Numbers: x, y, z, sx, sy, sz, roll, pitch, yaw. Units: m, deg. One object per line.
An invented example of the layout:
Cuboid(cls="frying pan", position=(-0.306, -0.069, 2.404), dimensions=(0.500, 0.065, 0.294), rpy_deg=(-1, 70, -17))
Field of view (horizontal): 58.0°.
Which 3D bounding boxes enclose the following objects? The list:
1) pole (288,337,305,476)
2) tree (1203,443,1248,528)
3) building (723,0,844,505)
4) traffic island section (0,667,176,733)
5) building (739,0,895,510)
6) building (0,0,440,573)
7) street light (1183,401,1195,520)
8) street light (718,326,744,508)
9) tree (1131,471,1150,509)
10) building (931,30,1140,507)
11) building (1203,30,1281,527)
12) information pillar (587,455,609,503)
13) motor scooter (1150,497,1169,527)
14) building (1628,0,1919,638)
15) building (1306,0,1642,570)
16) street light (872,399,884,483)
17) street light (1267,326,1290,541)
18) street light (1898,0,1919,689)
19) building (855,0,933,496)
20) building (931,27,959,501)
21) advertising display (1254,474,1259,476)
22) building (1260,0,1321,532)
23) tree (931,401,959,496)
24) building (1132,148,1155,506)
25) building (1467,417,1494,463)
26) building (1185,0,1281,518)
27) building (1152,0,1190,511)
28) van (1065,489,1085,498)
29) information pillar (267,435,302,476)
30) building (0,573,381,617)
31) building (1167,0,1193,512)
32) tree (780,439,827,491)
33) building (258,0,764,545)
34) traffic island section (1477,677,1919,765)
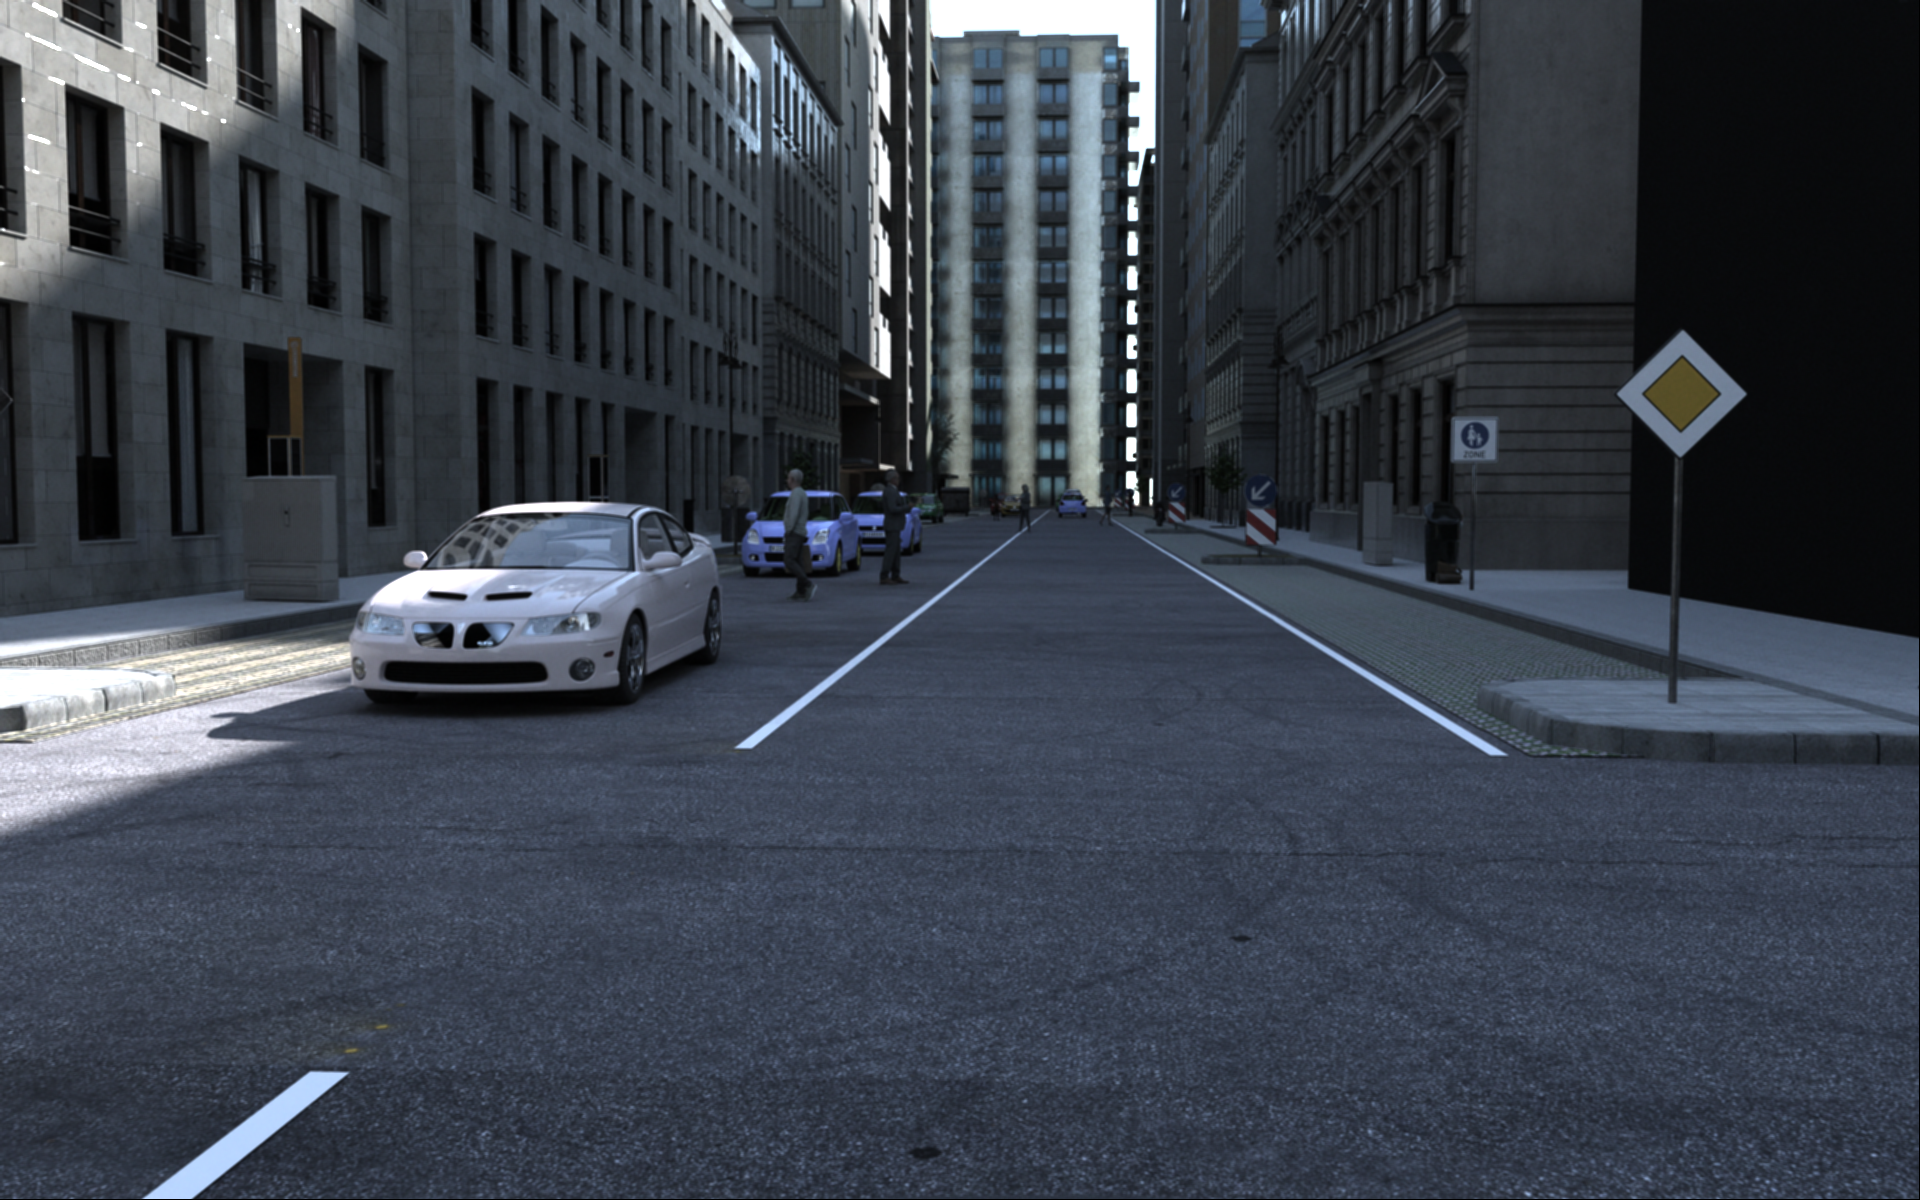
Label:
Cuboid(cls="pole", position=(-8.672, -1.764, 22.681), dimensions=(0.158, 3.312, 0.155), rpy_deg=(0, 3, 0))
Cuboid(cls="tree", position=(10.168, -4.364, 65.957), dimensions=(1.663, 3.219, 1.824), rpy_deg=(0, 3, 0))
Cuboid(cls="building", position=(-10.855, -13.658, 72.452), dimensions=(9.793, 20.994, 18.267), rpy_deg=(0, 4, 4))
Cuboid(cls="traffic island section", position=(-6.572, 0.669, 11.349), dimensions=(2.009, 0.180, 2.903), rpy_deg=(0, 4, 4))
Cuboid(cls="building", position=(-18.494, -31.254, 100.248), dimensions=(28.713, 52.752, 27.495), rpy_deg=(0, 4, 4))
Cuboid(cls="building", position=(-13.069, -11.175, 37.464), dimensions=(10.420, 20.320, 16.860), rpy_deg=(0, 4, 4))
Cuboid(cls="street light", position=(11.220, -6.866, 85.049), dimensions=(0.468, 5.910, 1.993), rpy_deg=(0, 4, 4))
Cuboid(cls="street light", position=(-6.331, -4.597, 47.948), dimensions=(0.468, 5.910, 1.993), rpy_deg=(0, 4, 4))
Cuboid(cls="tree", position=(15.187, -9.267, 146.124), dimensions=(1.663, 3.219, 1.824), rpy_deg=(0, 3, 0))
Cuboid(cls="building", position=(3.321, -34.386, 181.817), dimensions=(30.456, 49.044, 23.786), rpy_deg=(0, 4, 4))
Cuboid(cls="building", position=(16.226, -13.883, 76.133), dimensions=(9.793, 20.994, 18.267), rpy_deg=(0, 4, 4))
Cuboid(cls="information pillar", position=(-6.843, -1.732, 32.812), dimensions=(0.304, 2.012, 0.304), rpy_deg=(1, 4, 11))
Cuboid(cls="motor scooter", position=(8.831, -3.904, 76.608), dimensions=(0.815, 1.314, 1.986), rpy_deg=(0, 4, 4))
Cuboid(cls="building", position=(16.557, -11.405, 16.142), dimensions=(15.834, 23.373, 12.332), rpy_deg=(0, 4, 4))
Cuboid(cls="building", position=(13.680, -10.571, 37.456), dimensions=(10.561, 19.102, 19.286), rpy_deg=(0, 4, 4))
Cuboid(cls="street light", position=(-3.959, -6.814, 84.201), dimensions=(0.468, 5.910, 1.993), rpy_deg=(0, 4, 4))
Cuboid(cls="street light", position=(8.748, -4.584, 47.736), dimensions=(0.468, 5.910, 1.993), rpy_deg=(0, 4, 4))
Cuboid(cls="street light", position=(6.401, -2.349, 11.200), dimensions=(0.468, 5.910, 1.993), rpy_deg=(0, 4, 4))
Cuboid(cls="building", position=(-9.490, -26.742, 120.823), dimensions=(14.154, 41.232, 14.086), rpy_deg=(0, 4, 4))
Cuboid(cls="building", position=(-15.215, -30.394, 151.568), dimensions=(28.867, 44.769, 22.147), rpy_deg=(0, 4, 4))
Cuboid(cls="advertising display", position=(9.716, -3.143, 56.605), dimensions=(0.123, 1.923, 0.974), rpy_deg=(0, 4, 3))
Cuboid(cls="building", position=(16.399, -13.938, 56.766), dimensions=(11.050, 23.489, 19.941), rpy_deg=(0, 4, 4))
Cuboid(cls="tree", position=(-2.066, -11.364, 136.155), dimensions=(4.360, 8.622, 3.978), rpy_deg=(0, 3, 0))
Cuboid(cls="building", position=(30.757, -30.134, 184.565), dimensions=(23.993, 40.220, 32.217), rpy_deg=(0, 4, 4))
Cuboid(cls="building", position=(52.925, -23.189, 150.845), dimensions=(14.107, 30.474, 14.160), rpy_deg=(0, 4, 4))
Cuboid(cls="building", position=(19.734, -27.091, 93.047), dimensions=(14.600, 45.320, 14.200), rpy_deg=(0, 4, 4))
Cuboid(cls="building", position=(26.789, -36.860, 144.656), dimensions=(21.231, 58.520, 28.212), rpy_deg=(0, 4, 4))
Cuboid(cls="van", position=(10.175, -9.087, 155.586), dimensions=(2.013, 2.044, 4.112), rpy_deg=(0, 4, 6))
Cuboid(cls="information pillar", position=(-8.515, -1.064, 21.893), dimensions=(0.304, 2.012, 0.304), rpy_deg=(0, 4, 7))
Cuboid(cls="building", position=(-14.927, -10.151, 20.720), dimensions=(10.420, 20.320, 16.860), rpy_deg=(0, 4, 4))
Cuboid(cls="building", position=(26.391, -30.324, 115.408), dimensions=(23.786, 49.044, 30.456), rpy_deg=(0, 4, 4))
Cuboid(cls="tree", position=(-5.527, -4.085, 61.390), dimensions=(1.663, 3.219, 1.824), rpy_deg=(0, 3, 0))
Cuboid(cls="building", position=(-12.845, -12.206, 54.312), dimensions=(10.420, 20.320, 16.860), rpy_deg=(0, 4, 4))
Cuboid(cls="traffic island section", position=(4.397, 0.711, 10.649), dimensions=(2.009, 0.180, 2.903), rpy_deg=(0, 4, 4))
